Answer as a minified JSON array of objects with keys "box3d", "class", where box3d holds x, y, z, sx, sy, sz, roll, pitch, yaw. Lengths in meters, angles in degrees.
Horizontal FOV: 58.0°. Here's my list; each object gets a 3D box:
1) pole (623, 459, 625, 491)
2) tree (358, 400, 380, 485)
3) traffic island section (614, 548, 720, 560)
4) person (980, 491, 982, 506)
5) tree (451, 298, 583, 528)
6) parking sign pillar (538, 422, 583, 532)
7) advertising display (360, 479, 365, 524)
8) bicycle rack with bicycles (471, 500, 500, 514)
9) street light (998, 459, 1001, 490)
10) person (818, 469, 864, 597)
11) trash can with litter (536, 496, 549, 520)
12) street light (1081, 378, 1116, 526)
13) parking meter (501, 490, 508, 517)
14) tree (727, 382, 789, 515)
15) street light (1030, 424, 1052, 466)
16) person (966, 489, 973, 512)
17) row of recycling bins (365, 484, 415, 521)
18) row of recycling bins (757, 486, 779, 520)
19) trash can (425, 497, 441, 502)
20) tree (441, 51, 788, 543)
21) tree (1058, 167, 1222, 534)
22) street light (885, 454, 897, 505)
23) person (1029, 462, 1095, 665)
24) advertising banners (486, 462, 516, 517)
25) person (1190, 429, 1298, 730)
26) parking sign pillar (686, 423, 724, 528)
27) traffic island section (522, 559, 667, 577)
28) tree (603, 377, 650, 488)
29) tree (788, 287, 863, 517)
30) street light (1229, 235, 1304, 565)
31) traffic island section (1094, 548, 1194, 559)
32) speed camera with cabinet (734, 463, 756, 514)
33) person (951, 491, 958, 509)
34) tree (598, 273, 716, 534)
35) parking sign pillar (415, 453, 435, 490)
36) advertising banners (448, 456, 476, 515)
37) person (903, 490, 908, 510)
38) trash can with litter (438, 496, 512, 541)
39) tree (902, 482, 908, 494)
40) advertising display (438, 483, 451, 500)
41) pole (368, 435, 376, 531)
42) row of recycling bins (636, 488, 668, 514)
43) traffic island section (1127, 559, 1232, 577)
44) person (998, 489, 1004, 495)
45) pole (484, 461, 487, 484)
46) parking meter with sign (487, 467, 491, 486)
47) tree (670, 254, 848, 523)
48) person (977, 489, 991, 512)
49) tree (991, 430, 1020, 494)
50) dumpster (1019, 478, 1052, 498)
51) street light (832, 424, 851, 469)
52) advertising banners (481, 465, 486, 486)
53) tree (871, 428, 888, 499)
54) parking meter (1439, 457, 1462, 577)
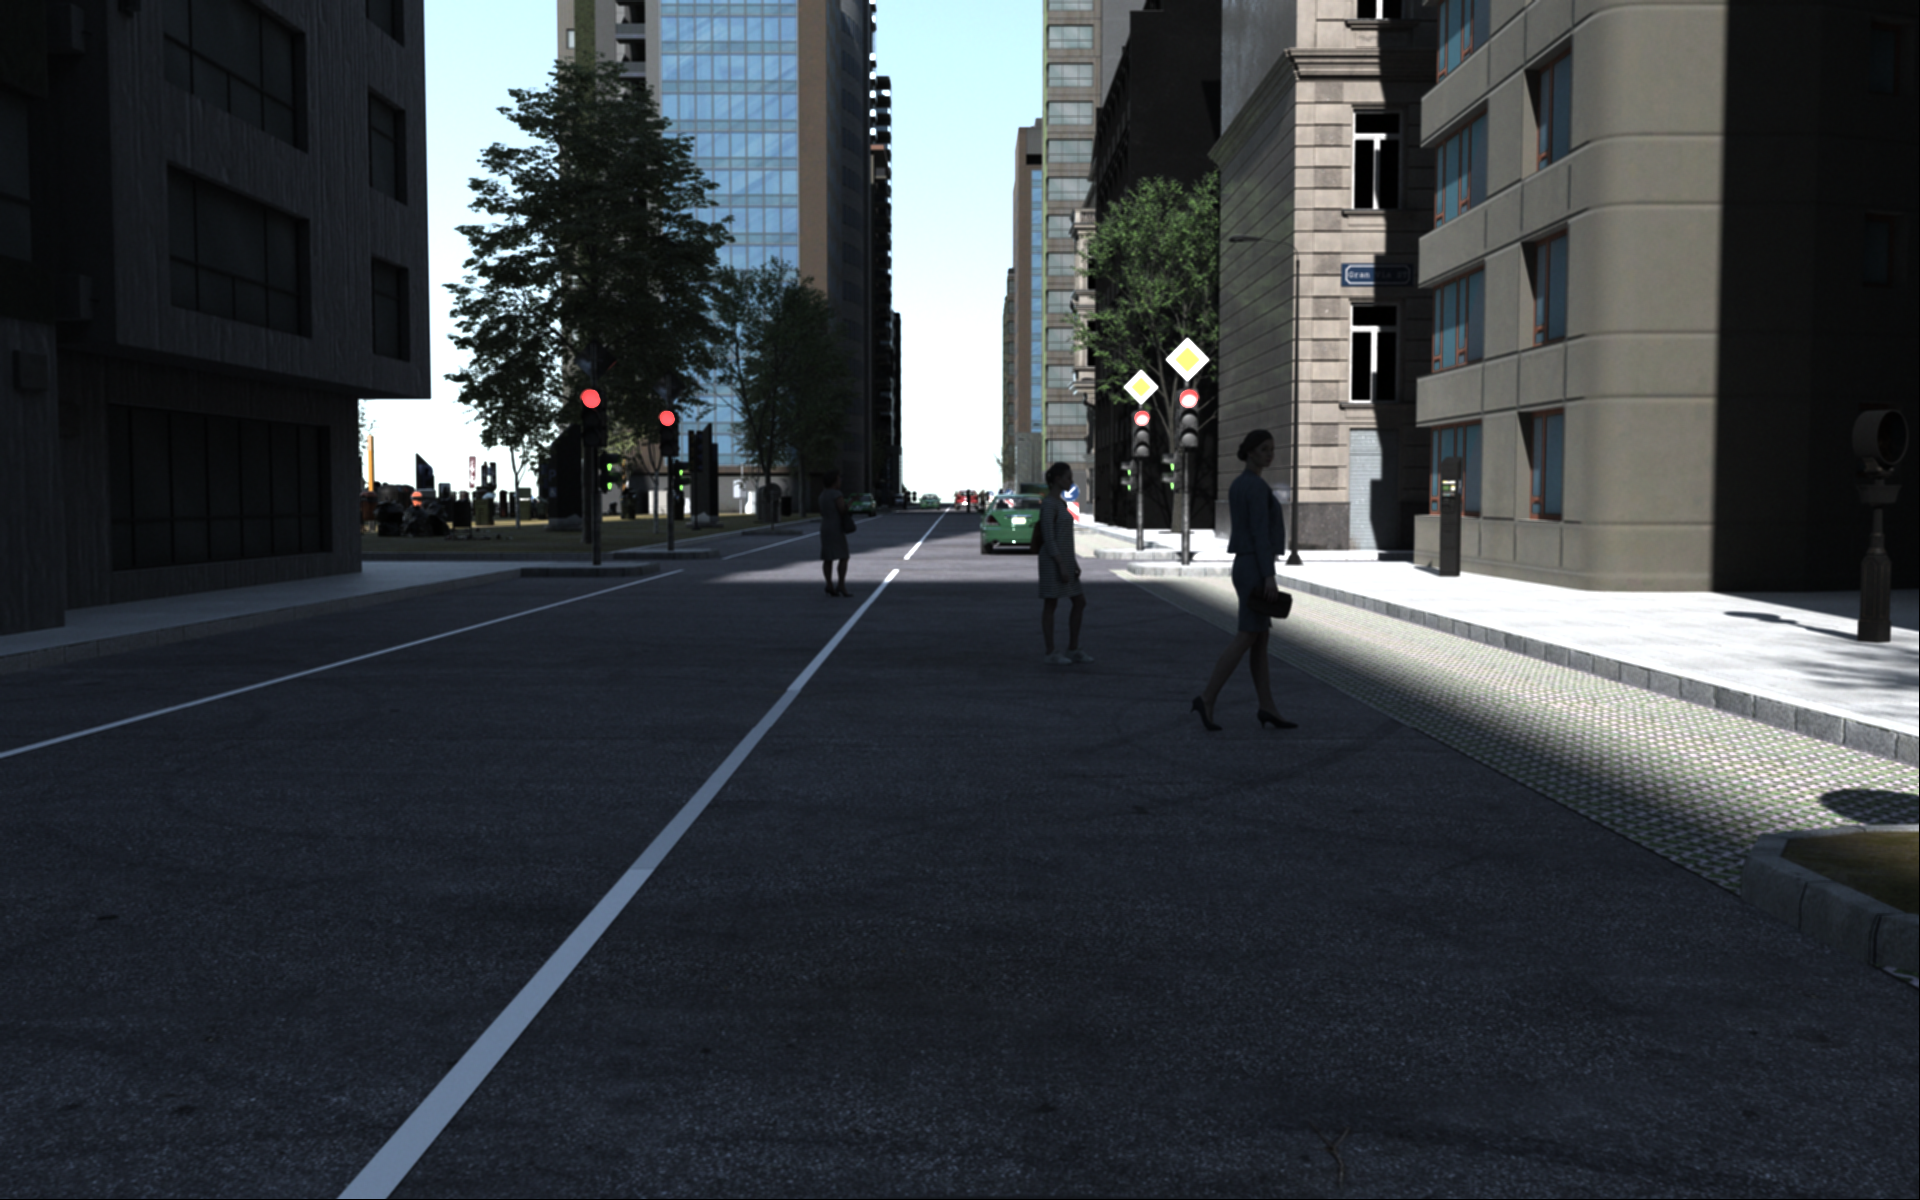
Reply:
[{"box3d":[-19.631,-6.568,101.234,0.158,3.312,0.155,0,3,0],"class":"pole"},{"box3d":[-35.582,-9.184,100.525,4.360,8.622,3.978,0,3,0],"class":"tree"},{"box3d":[-6.587,-1.042,39.322,2.009,0.180,2.903,0,3,0],"class":"traffic island section"},{"box3d":[2.618,-12.518,213.188,0.705,1.822,1.348,-2,4,-32],"class":"person"},{"box3d":[-16.617,-6.979,64.474,4.360,8.622,3.978,0,3,0],"class":"tree"},{"box3d":[-13.647,-4.366,59.854,1.447,3.967,1.447,2,4,28],"class":"parking sign pillar"},{"box3d":[-25.464,-4.190,73.723,0.123,1.923,0.974,-1,4,-9],"class":"advertising display"},{"box3d":[-29.870,-5.860,109.190,2.925,0.926,2.852,-2,4,-31],"class":"bicycle rack with bicycles"},{"box3d":[5.657,-15.746,229.987,1.470,5.913,1.316,0,3,0],"class":"street light"},{"box3d":[-1.644,-0.941,24.241,0.532,1.782,0.716,-3,4,-39],"class":"person"},{"box3d":[-20.677,-4.600,86.593,1.055,1.170,0.624,1,4,21],"class":"trash can with litter"},{"box3d":[5.540,-5.916,69.270,1.470,5.913,1.316,0,3,0],"class":"street light"},{"box3d":[-25.499,-5.417,96.974,0.372,1.533,0.369,0,3,0],"class":"parking meter"},{"box3d":[-12.473,-9.552,106.533,4.360,8.622,3.978,0,3,0],"class":"tree"},{"box3d":[5.503,-8.673,114.342,1.470,5.913,1.316,0,3,0],"class":"street light"},{"box3d":[0.706,-7.776,135.644,0.705,1.822,1.348,1,4,16],"class":"person"},{"box3d":[-28.232,-4.725,84.364,1.069,1.692,3.534,2,4,34],"class":"row of recycling bins"},{"box3d":[-9.553,-4.809,85.736,1.069,1.692,3.534,-1,4,-11],"class":"row of recycling bins"},{"box3d":[-23.845,-4.080,78.369,0.748,1.137,0.748,0,3,0],"class":"trash can"},{"box3d":[-9.283,-7.760,45.006,7.486,12.596,7.792,0,3,0],"class":"tree"},{"box3d":[7.065,-7.975,56.148,9.928,11.665,9.643,0,3,0],"class":"tree"},{"box3d":[-7.954,-13.837,198.780,1.470,5.913,1.316,0,3,0],"class":"street light"},{"box3d":[0.830,-0.312,14.598,0.522,1.701,0.512,1,4,20],"class":"person"},{"box3d":[-25.159,-6.065,95.349,0.090,3.025,2.074,2,4,28],"class":"advertising banners"},{"box3d":[1.740,-0.124,10.546,0.654,1.822,0.581,1,4,9],"class":"person"},{"box3d":[-9.807,-4.767,66.411,1.447,3.967,1.447,-3,5,-42],"class":"parking sign pillar"},{"box3d":[-6.592,-0.554,31.337,2.009,0.180,2.903,0,3,0],"class":"traffic island section"},{"box3d":[-18.808,-8.957,96.811,4.737,8.622,4.395,0,3,0],"class":"tree"},{"box3d":[-8.923,-10.829,95.186,7.486,12.596,7.792,0,3,0],"class":"tree"},{"box3d":[5.513,-3.588,31.198,1.470,5.913,1.316,0,3,0],"class":"street light"},{"box3d":[4.104,-1.042,39.311,2.009,0.180,2.903,0,3,0],"class":"traffic island section"},{"box3d":[-13.659,-7.145,111.163,0.660,3.252,2.038,2,4,34],"class":"speed camera with cabinet"},{"box3d":[-0.302,-9.709,168.026,1.217,1.735,0.721,2,4,25],"class":"person"},{"box3d":[-9.854,-6.451,55.842,4.360,8.622,3.978,0,3,0],"class":"tree"},{"box3d":[-35.149,-7.668,113.845,1.447,3.967,1.447,2,4,24],"class":"parking sign pillar"},{"box3d":[-22.998,-5.130,80.062,2.074,3.025,0.090,3,4,38],"class":"advertising banners"},{"box3d":[-4.785,-8.959,155.508,0.750,1.759,0.617,3,5,44],"class":"person"},{"box3d":[-13.650,-2.316,48.924,2.233,1.210,1.678,-3,4,-36],"class":"trash can with litter"},{"box3d":[-9.019,-17.086,273.957,1.663,3.219,1.824,0,3,0],"class":"tree"},{"box3d":[-29.800,-5.808,100.175,0.123,1.923,0.974,1,4,21],"class":"advertising display"},{"box3d":[-20.484,-4.064,60.288,0.158,3.312,0.155,0,3,0],"class":"pole"},{"box3d":[-20.291,-6.466,112.830,3.534,1.692,1.069,1,4,12],"class":"row of recycling bins"},{"box3d":[4.100,-0.553,31.326,2.009,0.180,2.903,0,3,0],"class":"traffic island section"},{"box3d":[2.863,-6.854,120.699,1.348,1.807,0.705,-2,4,-25],"class":"person"},{"box3d":[-29.468,-6.958,107.611,0.158,3.312,0.155,0,3,0],"class":"pole"},{"box3d":[-30.747,-7.126,112.769,0.543,3.016,1.738,-2,4,-27],"class":"parking meter with sign"},{"box3d":[-8.666,-9.227,76.612,9.928,11.665,9.643,0,3,0],"class":"tree"},{"box3d":[1.906,-8.068,140.544,1.348,1.807,0.705,2,4,28],"class":"person"},{"box3d":[5.994,-15.148,198.029,4.360,8.622,3.978,0,3,0],"class":"tree"},{"box3d":[3.962,-4.999,86.680,1.985,2.255,1.502,0,4,0],"class":"dumpster"},{"box3d":[-7.939,-8.752,115.636,1.470,5.913,1.316,0,3,0],"class":"street light"},{"box3d":[-29.066,-6.583,103.813,0.090,3.025,2.074,2,4,32],"class":"advertising banners"},{"box3d":[-9.628,-14.678,190.349,4.737,8.622,4.395,0,3,0],"class":"tree"},{"box3d":[7.656,-1.303,27.021,0.255,1.863,0.399,2,4,27],"class":"parking meter"}]
